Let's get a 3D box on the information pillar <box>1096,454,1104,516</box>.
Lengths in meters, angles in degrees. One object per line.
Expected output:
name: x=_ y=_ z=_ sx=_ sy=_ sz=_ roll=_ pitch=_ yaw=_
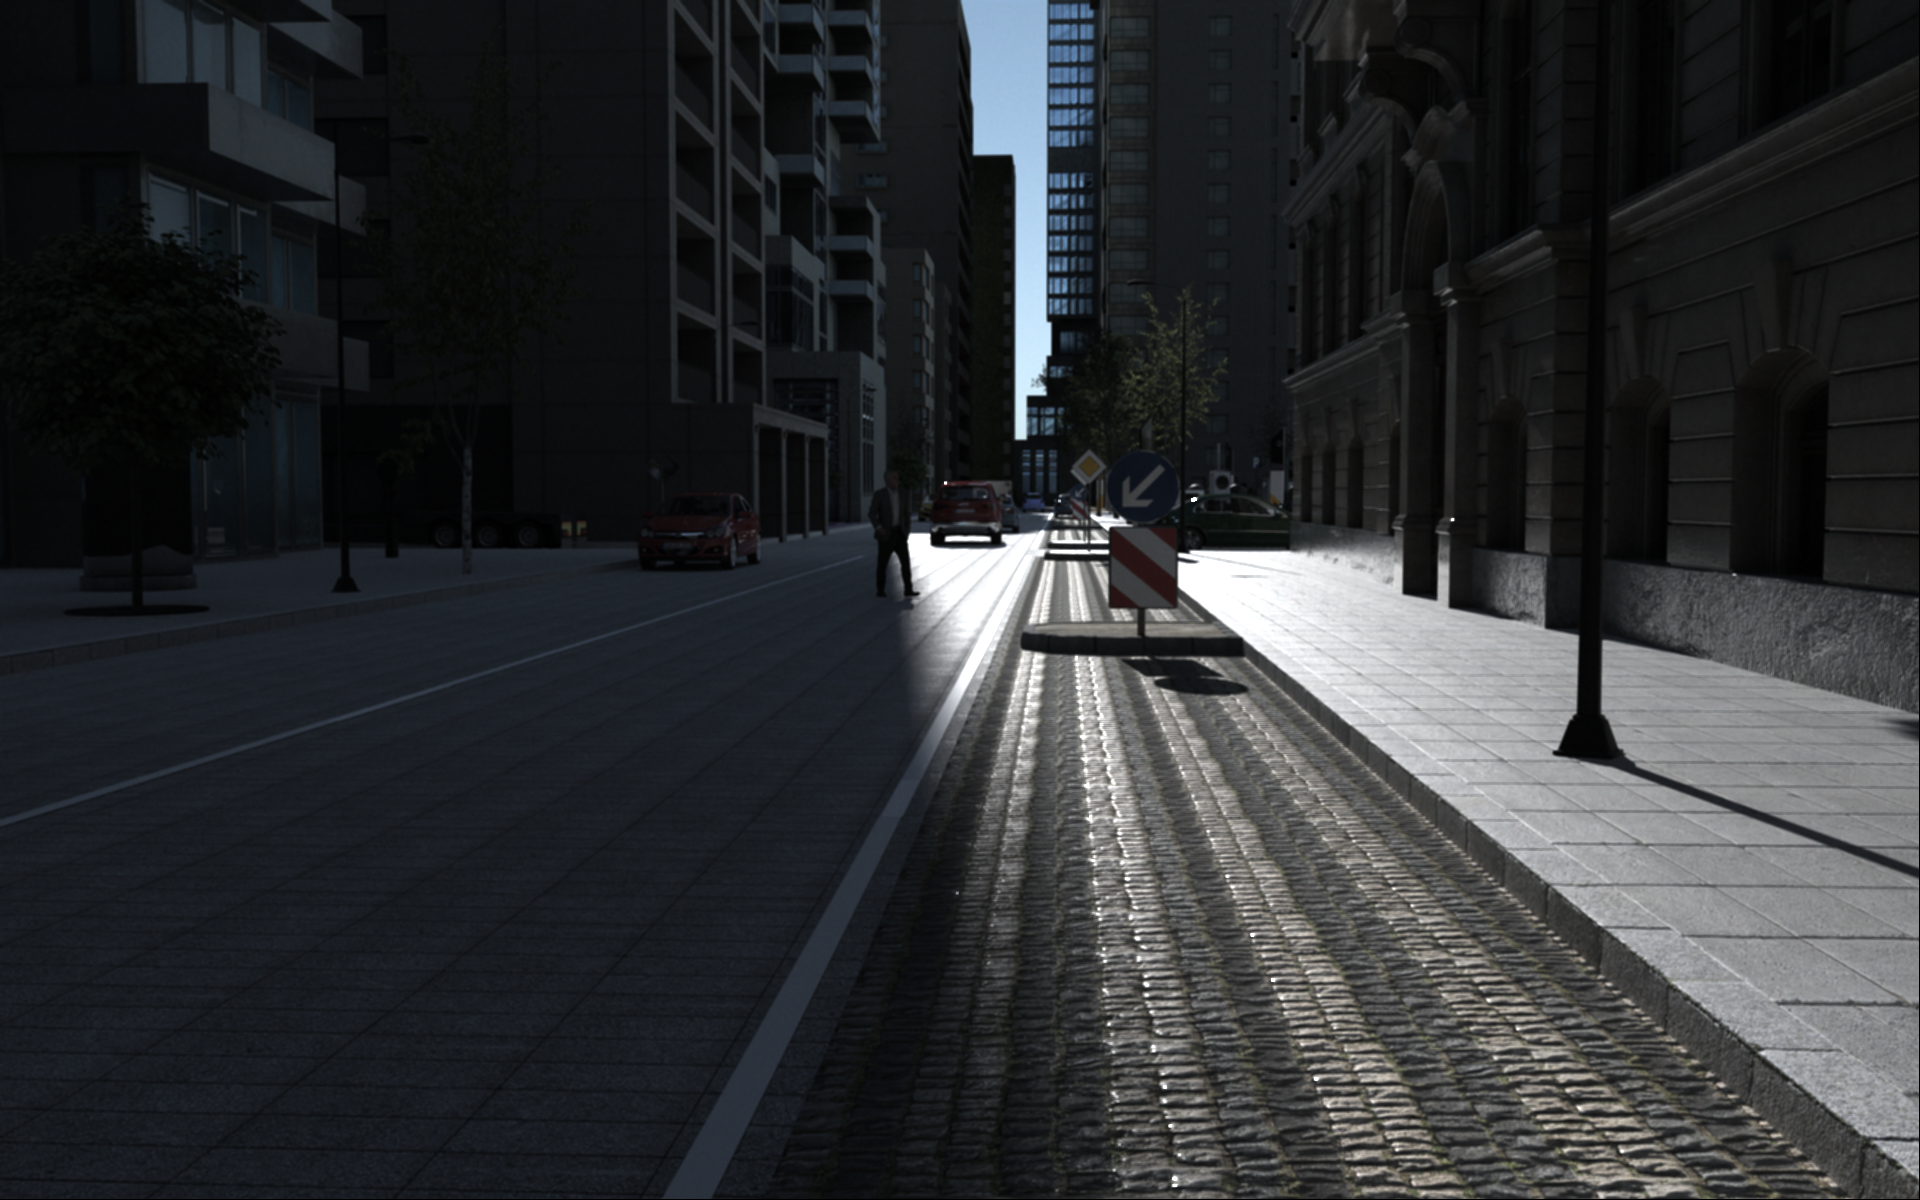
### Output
information pillar: x=8.080 y=-6.653 z=100.127 sx=0.504 sy=3.616 sz=0.183 roll=-2 pitch=4 yaw=-35

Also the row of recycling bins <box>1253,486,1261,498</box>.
row of recycling bins: x=14.403 y=-5.133 z=91.036 sx=1.069 sy=1.692 sz=3.534 roll=-3 pitch=5 yaw=-39

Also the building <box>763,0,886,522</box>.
building: x=-14.715 y=-47.653 z=91.797 sx=22.319 sy=86.520 sz=31.000 roll=0 pitch=4 yaw=3

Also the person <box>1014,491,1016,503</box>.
person: x=6.354 y=-11.625 z=198.510 sx=0.705 sy=1.831 sz=1.348 roll=0 pitch=4 yaw=2

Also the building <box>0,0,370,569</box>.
building: x=-27.809 y=-25.057 z=29.291 sx=30.456 sy=49.044 sz=23.786 roll=0 pitch=4 yaw=3

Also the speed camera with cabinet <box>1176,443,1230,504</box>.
speed camera with cabinet: x=9.418 y=-4.450 z=67.096 sx=2.038 sy=3.252 sz=0.660 roll=-1 pitch=4 yaw=-13

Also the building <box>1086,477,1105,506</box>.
building: x=23.784 y=-45.617 z=184.095 sx=20.563 sy=71.187 sz=20.611 roll=0 pitch=4 yaw=3

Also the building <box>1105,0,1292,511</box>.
building: x=18.849 y=-27.921 z=140.101 sx=14.154 sy=41.232 sz=14.086 roll=0 pitch=4 yaw=3

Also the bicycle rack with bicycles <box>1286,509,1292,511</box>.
bicycle rack with bicycles: x=8.108 y=-2.127 z=48.164 sx=2.852 sy=0.926 sz=2.925 roll=0 pitch=4 yaw=4

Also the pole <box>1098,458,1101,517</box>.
pole: x=7.866 y=-6.343 z=97.557 sx=0.158 sy=3.312 sz=0.155 roll=0 pitch=3 yaw=0

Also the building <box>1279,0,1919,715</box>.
building: x=11.374 y=-12.289 z=20.009 sx=14.460 sy=24.649 sz=34.723 roll=0 pitch=4 yaw=3

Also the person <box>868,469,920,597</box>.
person: x=-0.902 y=-0.925 z=24.022 sx=0.661 sy=1.777 sz=0.834 roll=-3 pitch=4 yaw=-36

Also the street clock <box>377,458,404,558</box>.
street clock: x=-11.472 y=-1.856 z=34.923 sx=0.471 sy=2.002 sz=0.358 roll=1 pitch=4 yaw=13

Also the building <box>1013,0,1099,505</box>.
building: x=22.473 y=-55.089 z=213.383 sx=31.000 sy=86.520 sz=22.319 roll=0 pitch=4 yaw=3

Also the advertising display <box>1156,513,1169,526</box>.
advertising display: x=4.212 y=-1.883 z=35.999 sx=0.123 sy=1.923 sz=0.974 roll=1 pitch=4 yaw=15

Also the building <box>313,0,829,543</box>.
building: x=-15.103 y=-37.734 z=55.208 sx=20.563 sy=71.187 sz=20.611 roll=0 pitch=4 yaw=3

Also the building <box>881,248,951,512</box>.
building: x=-15.401 y=-17.868 z=137.175 sx=27.650 sy=21.520 sz=28.899 roll=0 pitch=4 yaw=3

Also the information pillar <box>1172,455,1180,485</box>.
information pillar: x=12.945 y=-6.882 z=103.880 sx=0.504 sy=3.616 sz=0.183 roll=0 pitch=4 yaw=1

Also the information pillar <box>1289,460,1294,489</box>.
information pillar: x=22.518 y=-7.714 z=117.486 sx=0.504 sy=3.616 sz=0.183 roll=0 pitch=4 yaw=5

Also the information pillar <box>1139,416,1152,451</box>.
information pillar: x=5.542 y=-3.689 z=51.673 sx=0.504 sy=3.616 sz=0.183 roll=-3 pitch=5 yaw=-42

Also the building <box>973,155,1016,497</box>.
building: x=-0.275 y=-32.316 z=211.953 sx=14.086 sy=41.232 sz=14.154 roll=0 pitch=4 yaw=3

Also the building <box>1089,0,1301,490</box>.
building: x=26.469 y=-34.914 z=160.088 sx=28.713 sy=52.752 sz=27.495 roll=0 pitch=4 yaw=3

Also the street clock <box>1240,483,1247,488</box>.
street clock: x=18.447 y=-6.620 z=112.806 sx=0.471 sy=2.002 sz=0.358 roll=-2 pitch=4 yaw=-30

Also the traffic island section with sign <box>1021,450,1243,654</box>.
traffic island section with sign: x=1.581 y=-0.473 z=16.356 sx=1.989 sy=1.847 sz=2.006 roll=0 pitch=4 yaw=3

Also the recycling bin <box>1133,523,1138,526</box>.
recycling bin: x=5.784 y=-2.483 z=53.155 sx=0.722 sy=1.027 sz=0.722 roll=-3 pitch=5 yaw=-40

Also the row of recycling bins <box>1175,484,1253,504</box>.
row of recycling bins: x=10.493 y=-4.072 z=73.686 sx=3.534 sy=1.692 sz=1.069 roll=-1 pitch=4 yaw=-10

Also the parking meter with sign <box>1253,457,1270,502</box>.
parking meter with sign: x=14.641 y=-5.221 z=81.622 sx=1.738 sy=3.016 sz=0.543 roll=-2 pitch=4 yaw=-28

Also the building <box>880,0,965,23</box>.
building: x=-10.198 y=-32.906 z=161.722 sx=21.300 sy=48.544 sz=21.600 roll=0 pitch=4 yaw=3

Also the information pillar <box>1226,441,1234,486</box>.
information pillar: x=11.789 y=-5.166 z=75.813 sx=0.183 sy=3.616 sz=0.504 roll=-2 pitch=4 yaw=-26

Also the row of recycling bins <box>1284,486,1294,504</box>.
row of recycling bins: x=14.950 y=-4.112 z=74.339 sx=3.534 sy=1.692 sz=1.069 roll=2 pitch=4 yaw=34

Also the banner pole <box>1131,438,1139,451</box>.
banner pole: x=7.905 y=-5.357 z=77.598 sx=0.401 sy=3.779 sz=0.863 roll=-3 pitch=5 yaw=-43

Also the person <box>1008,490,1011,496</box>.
person: x=5.172 y=-10.421 z=178.872 sx=0.705 sy=1.826 sz=1.348 roll=1 pitch=4 yaw=18

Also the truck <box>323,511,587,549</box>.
truck: x=-19.098 y=-3.329 z=44.193 sx=18.799 sy=4.110 sz=2.967 roll=0 pitch=4 yaw=3
